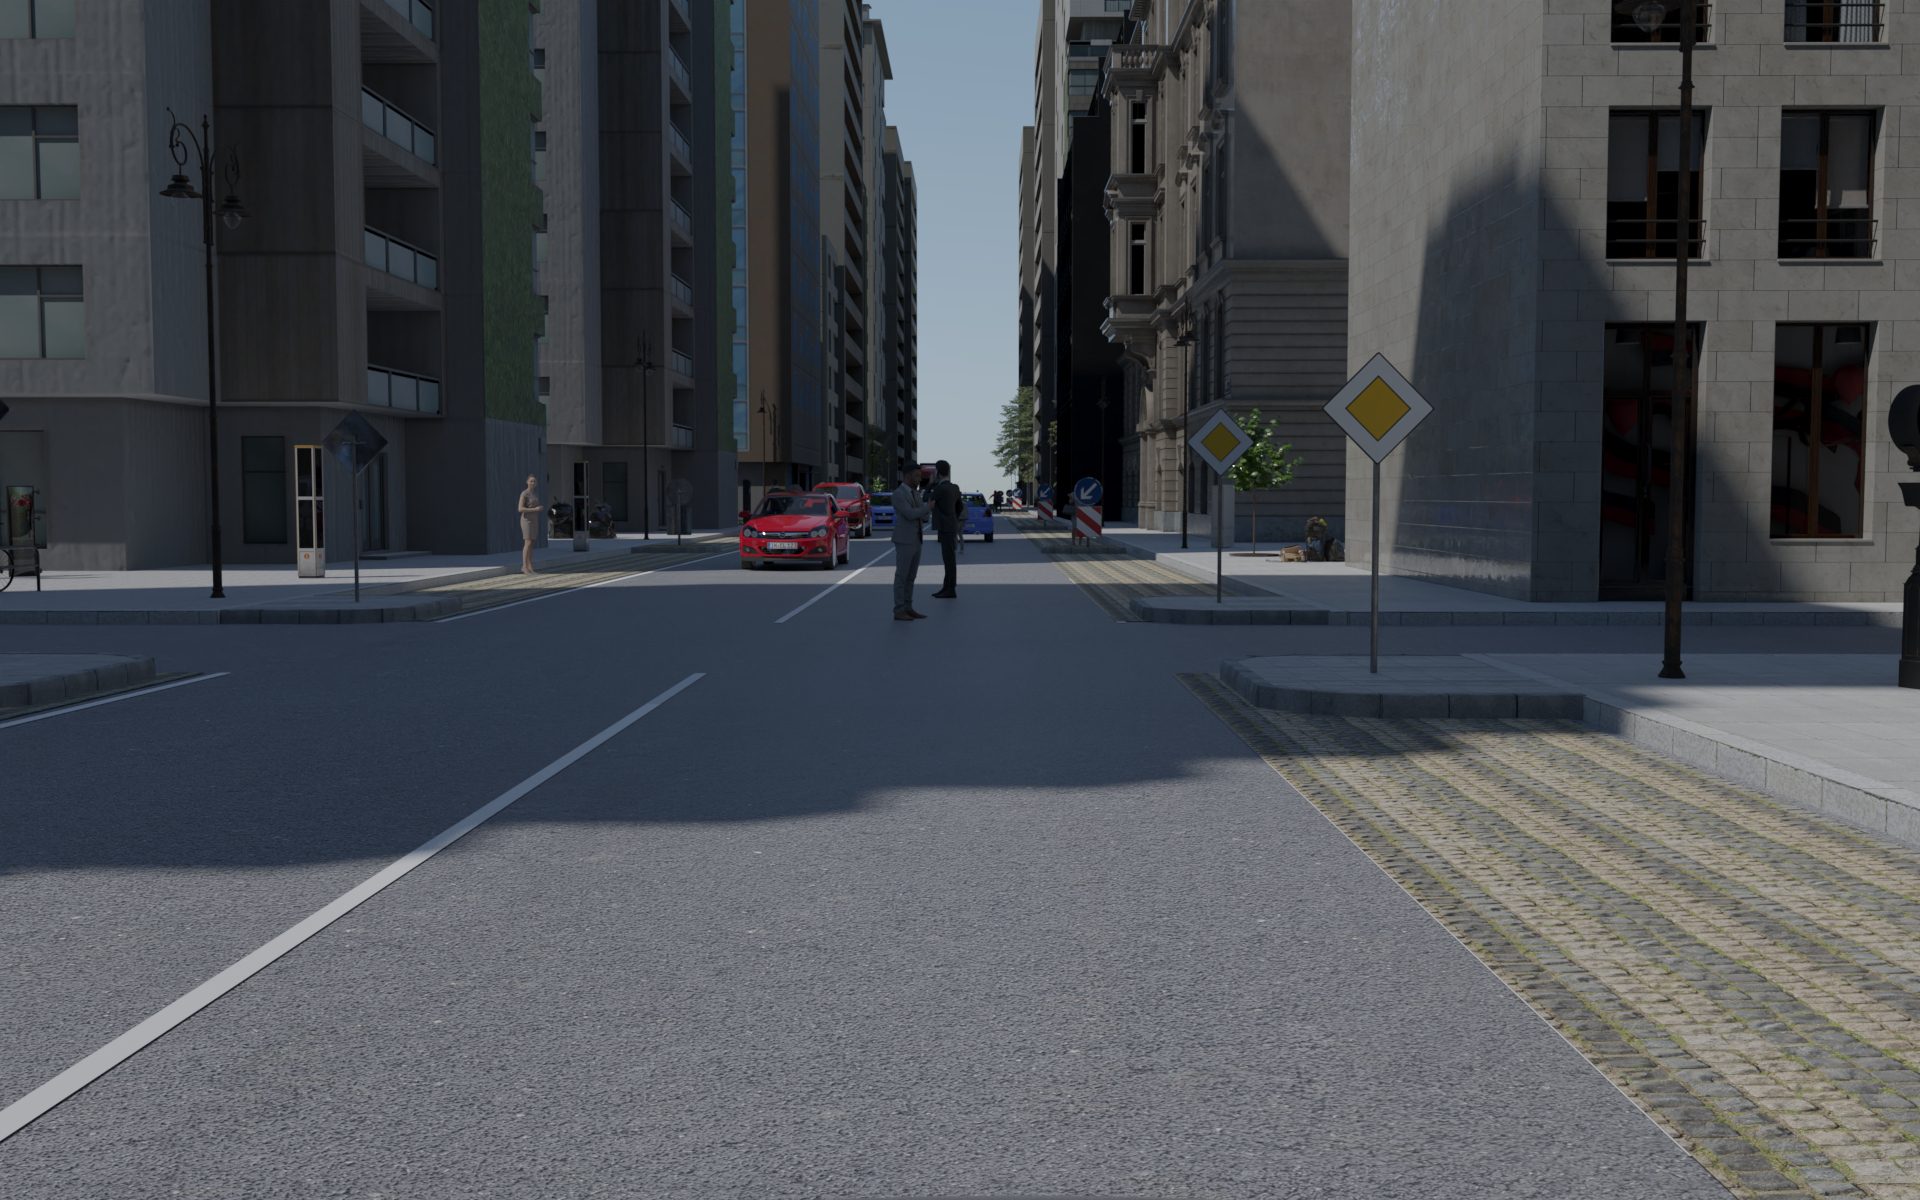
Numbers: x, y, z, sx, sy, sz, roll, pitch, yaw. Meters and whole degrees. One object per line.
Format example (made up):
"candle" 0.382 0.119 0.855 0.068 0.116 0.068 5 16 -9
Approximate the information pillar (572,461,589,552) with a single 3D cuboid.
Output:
"information pillar" -8.452 -2.086 38.605 0.304 2.012 0.304 0 4 1

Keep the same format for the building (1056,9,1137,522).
"building" 11.415 -15.774 87.575 12.332 23.373 15.834 0 4 1

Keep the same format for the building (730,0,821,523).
"building" -14.209 -26.417 82.021 14.600 45.320 14.200 0 4 1

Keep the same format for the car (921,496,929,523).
"car" -2.537 -4.583 87.286 2.083 1.381 4.827 0 4 1

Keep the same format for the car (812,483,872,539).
"car" -4.036 -2.966 57.169 2.281 1.827 5.304 0 4 1

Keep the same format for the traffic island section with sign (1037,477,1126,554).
"traffic island section with sign" 2.971 -2.049 42.132 1.989 1.847 2.006 0 4 1

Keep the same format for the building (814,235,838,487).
"building" -22.763 -16.225 110.322 27.650 21.520 28.899 0 4 1

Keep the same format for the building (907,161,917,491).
"building" -16.940 -37.664 239.506 21.300 48.544 21.600 0 4 1

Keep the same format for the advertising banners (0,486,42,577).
"advertising banners" -14.863 -1.833 26.152 0.090 3.025 2.074 2 4 25

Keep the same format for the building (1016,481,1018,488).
"building" 24.004 -33.611 241.415 32.217 40.220 23.993 0 4 1

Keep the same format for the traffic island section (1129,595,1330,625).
"traffic island section" 3.073 0.114 20.419 2.009 0.180 2.903 0 4 1

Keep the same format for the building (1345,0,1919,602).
"building" 15.219 -10.412 24.986 16.860 20.320 10.420 0 4 1

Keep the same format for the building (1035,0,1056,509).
"building" 17.845 -32.803 160.023 21.300 48.544 21.600 0 4 1

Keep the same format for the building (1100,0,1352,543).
"building" 12.394 -14.848 61.849 14.460 24.649 34.723 0 4 1

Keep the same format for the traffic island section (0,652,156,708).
"traffic island section" -7.253 0.595 12.549 2.009 0.180 2.903 0 4 1

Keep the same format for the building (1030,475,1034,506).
"building" 18.306 -46.343 195.955 20.563 71.187 20.611 0 4 1

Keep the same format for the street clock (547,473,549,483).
"street clock" -12.660 -2.922 52.344 0.471 2.002 0.358 0 4 -1

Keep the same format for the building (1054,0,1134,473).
"building" 21.380 -33.402 135.354 28.713 52.752 27.495 0 4 1

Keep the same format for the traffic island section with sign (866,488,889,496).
"traffic island section with sign" -6.117 -6.778 119.444 1.989 1.847 2.006 0 4 1

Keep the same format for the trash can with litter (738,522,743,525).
"trash can with litter" -9.410 -3.701 71.562 1.678 1.210 2.233 -1 4 -16

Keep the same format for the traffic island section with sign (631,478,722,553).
"traffic island section with sign" -6.938 -2.080 42.639 1.989 1.847 2.006 0 4 1

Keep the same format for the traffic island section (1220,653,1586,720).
"traffic island section" 2.988 0.602 12.435 2.009 0.180 2.903 0 4 1

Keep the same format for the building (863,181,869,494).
"building" -15.588 -23.346 153.414 14.160 30.474 14.107 0 4 1

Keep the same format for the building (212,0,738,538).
"building" -15.809 -23.025 60.060 14.154 41.232 14.086 0 4 1

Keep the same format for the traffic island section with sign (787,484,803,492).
"traffic island section with sign" -6.654 -3.757 70.050 1.989 1.847 2.006 0 4 1

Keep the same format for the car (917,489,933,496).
"car" -2.931 -8.302 144.403 2.281 1.827 5.304 0 4 1

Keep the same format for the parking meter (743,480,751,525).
"parking meter" -8.607 -3.929 69.942 0.255 1.863 0.399 0 4 8

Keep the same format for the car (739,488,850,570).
"car" -3.215 -1.535 34.135 2.155 1.783 4.494 0 4 2

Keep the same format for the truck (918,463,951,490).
"truck" -2.309 -10.330 157.801 2.839 4.237 11.283 0 4 2

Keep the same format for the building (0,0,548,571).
"building" -16.972 -21.404 33.543 14.154 41.232 14.086 0 4 1

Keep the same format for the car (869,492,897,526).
"car" -2.967 -3.654 69.337 1.945 1.707 3.694 0 3 0

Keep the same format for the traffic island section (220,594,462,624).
"traffic island section" -7.168 0.107 20.533 2.009 0.180 2.903 0 4 1

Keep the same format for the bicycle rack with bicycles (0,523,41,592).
"bicycle rack with bicycles" -13.296 -0.523 21.933 2.852 0.926 2.925 1 4 9

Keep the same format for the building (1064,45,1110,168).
"building" 13.834 -21.018 115.351 14.160 30.474 14.107 0 4 1

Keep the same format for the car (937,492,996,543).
"car" 0.141 -2.626 52.523 1.945 1.707 3.694 0 4 -1

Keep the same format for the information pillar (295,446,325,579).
"information pillar" -9.895 -1.339 26.377 0.304 2.012 0.304 0 4 6

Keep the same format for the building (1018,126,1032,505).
"building" 18.260 -36.332 217.728 21.300 48.544 21.600 0 4 1

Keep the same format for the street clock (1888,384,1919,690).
"street clock" 6.353 -0.417 11.393 0.471 2.002 0.358 -1 4 -18

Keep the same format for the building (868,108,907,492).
"building" -18.087 -36.334 217.768 21.300 48.544 21.600 0 4 1

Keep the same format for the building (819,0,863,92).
"building" -18.862 -31.251 134.660 21.300 48.544 21.600 0 4 1

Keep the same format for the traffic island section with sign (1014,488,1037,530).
"traffic island section with sign" 3.278 -3.722 69.486 1.989 1.847 2.006 0 4 1

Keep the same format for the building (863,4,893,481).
"building" -22.300 -36.907 192.666 28.713 52.752 27.495 0 4 1
